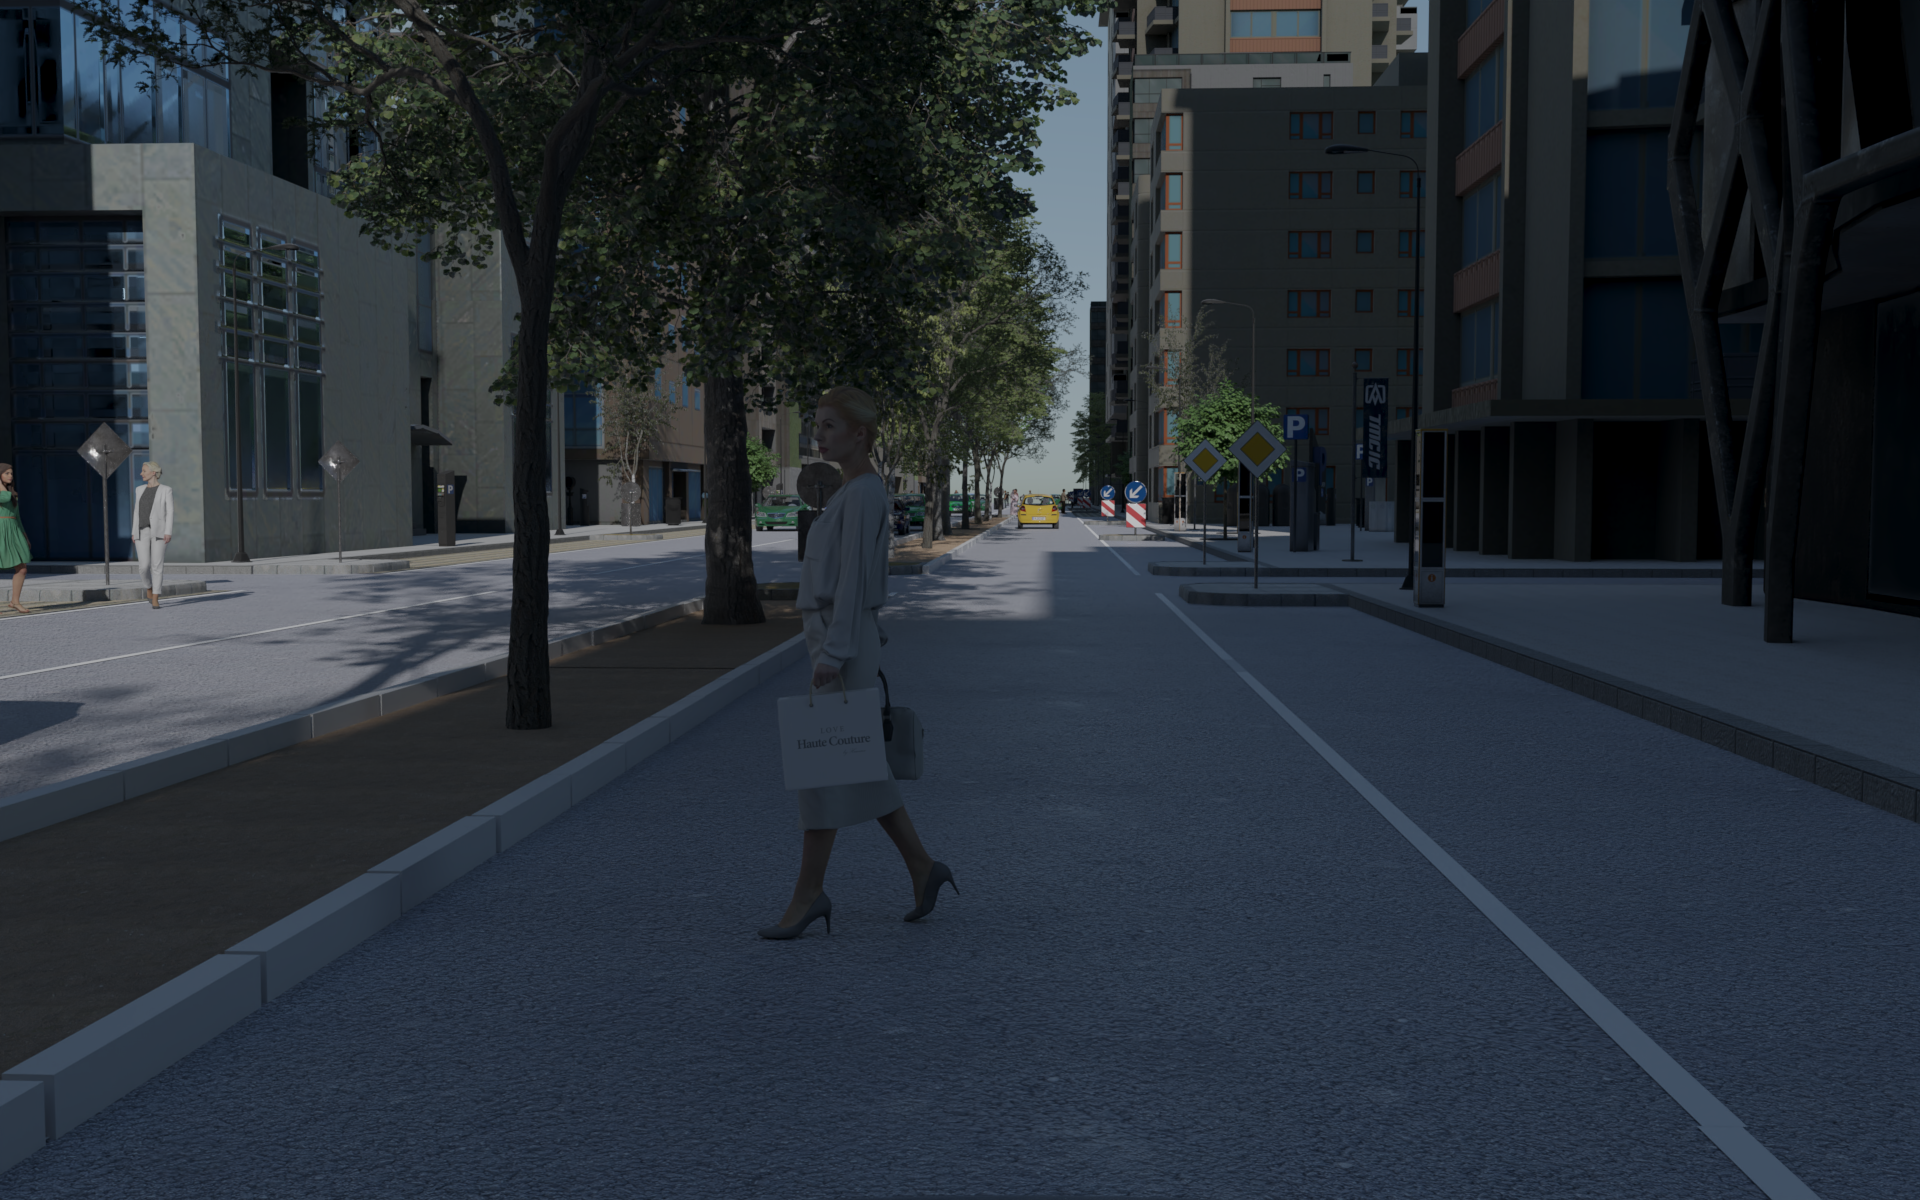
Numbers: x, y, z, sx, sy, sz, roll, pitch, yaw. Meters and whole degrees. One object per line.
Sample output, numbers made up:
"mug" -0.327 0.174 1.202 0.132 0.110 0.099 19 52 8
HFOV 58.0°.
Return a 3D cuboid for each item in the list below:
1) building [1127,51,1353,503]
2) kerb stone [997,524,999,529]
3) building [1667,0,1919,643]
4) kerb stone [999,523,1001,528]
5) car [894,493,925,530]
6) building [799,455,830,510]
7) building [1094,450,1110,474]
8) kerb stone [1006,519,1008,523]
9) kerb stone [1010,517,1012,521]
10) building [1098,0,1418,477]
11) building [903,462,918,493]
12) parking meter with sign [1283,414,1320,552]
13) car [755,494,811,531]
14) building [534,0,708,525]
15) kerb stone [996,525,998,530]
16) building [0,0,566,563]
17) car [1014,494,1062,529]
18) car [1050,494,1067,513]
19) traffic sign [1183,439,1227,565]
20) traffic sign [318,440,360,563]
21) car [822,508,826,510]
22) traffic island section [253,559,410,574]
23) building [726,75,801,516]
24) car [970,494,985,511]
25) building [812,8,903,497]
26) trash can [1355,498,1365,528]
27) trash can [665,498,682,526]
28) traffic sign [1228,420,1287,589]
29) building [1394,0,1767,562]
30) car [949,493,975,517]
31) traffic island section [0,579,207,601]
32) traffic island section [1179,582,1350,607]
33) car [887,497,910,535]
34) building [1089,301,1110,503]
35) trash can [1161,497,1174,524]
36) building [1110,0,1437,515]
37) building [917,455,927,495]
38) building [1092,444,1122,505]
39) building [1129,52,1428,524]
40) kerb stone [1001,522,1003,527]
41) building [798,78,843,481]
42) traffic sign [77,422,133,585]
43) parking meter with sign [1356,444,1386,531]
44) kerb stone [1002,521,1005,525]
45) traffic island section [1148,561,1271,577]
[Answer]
"building" 18.380 -21.138 117.309 14.160 30.474 14.107 0 4 3
"kerb stone" 1.381 -2.822 68.331 0.120 0.150 1.000 0 4 3
"building" 15.010 -8.904 13.036 16.820 18.784 16.811 0 4 3
"kerb stone" 1.491 -2.946 70.376 0.120 0.150 1.000 0 4 3
"car" -2.040 -3.640 68.315 1.959 1.807 4.718 0 4 2
"building" -19.716 -41.535 117.354 20.563 71.187 20.611 0 4 3
"building" 29.719 -56.338 233.803 22.319 86.520 31.000 0 4 3
"kerb stone" 2.027 -3.574 80.626 0.120 0.150 1.000 0 4 3
"kerb stone" 2.415 -4.011 87.781 0.120 0.150 1.000 0 4 3
"building" 27.948 -35.315 166.640 28.713 52.752 27.495 0 4 3
"building" -9.329 -34.949 255.008 14.154 41.232 14.086 0 4 3
"parking meter with sign" 7.689 -2.599 38.759 0.543 3.016 1.738 2 4 23
"car" -6.887 -3.439 68.020 2.131 1.459 4.920 0 4 2
"building" -19.241 -26.120 77.169 14.600 45.320 14.200 0 4 3
"kerb stone" 1.269 -2.696 66.281 0.120 0.150 1.000 0 4 3
"building" -24.357 -44.827 45.598 22.319 86.520 31.000 0 4 3
"car" 3.251 -3.797 72.303 2.015 1.641 3.980 0 4 1
"car" 7.112 -7.411 132.974 2.131 1.459 4.920 0 4 4
"traffic sign" 4.443 -1.700 31.438 0.795 2.450 0.064 0 4 3
"traffic sign" -11.577 -1.753 32.310 0.795 2.450 0.064 0 4 3
"car" -5.640 -4.396 81.469 1.945 1.707 3.694 0 4 2
"traffic island section" -11.601 -0.617 32.373 2.009 0.180 2.903 0 4 3
"building" -17.194 -20.081 100.025 14.160 30.474 14.107 0 4 3
"car" 1.290 -7.183 129.239 2.131 1.459 4.920 0 4 1
"building" -16.922 -32.990 163.084 21.300 48.544 21.600 0 4 3
"trash can" 15.416 -3.326 66.039 0.748 1.137 0.748 0 3 0
"trash can" -11.664 -3.596 70.455 0.748 1.137 0.748 0 3 0
"traffic sign" 4.018 -1.212 23.464 0.795 2.450 0.064 0 4 3
"building" 24.657 -23.588 40.289 28.867 44.769 22.147 0 4 3
"car" -0.018 -6.215 110.403 1.959 1.807 4.718 0 4 3
"traffic island section" -12.027 -0.130 24.399 2.009 0.180 2.903 0 4 3
"traffic island section" 4.042 -0.077 23.540 2.009 0.180 2.903 0 4 3
"car" -2.726 -3.004 61.701 1.945 1.354 3.894 0 4 2
"building" 26.257 -29.758 258.241 14.160 30.474 14.107 0 4 3
"trash can" 8.943 -3.812 73.983 0.748 1.137 0.748 0 3 0
"building" 23.347 -29.603 138.627 22.147 44.769 28.867 0 4 3
"building" -11.038 -34.376 212.150 14.600 45.320 14.200 0 4 3
"building" 26.533 -47.119 208.647 20.563 71.187 20.611 0 4 3
"building" 23.156 -14.850 87.845 27.650 21.520 28.899 0 4 3
"kerb stone" 1.646 -3.134 73.452 0.120 0.150 1.000 0 4 3
"building" -24.584 -27.460 140.850 32.217 40.220 23.993 0 4 3
"traffic sign" -12.003 -1.266 24.336 0.795 2.450 0.064 0 4 3
"parking meter with sign" 14.497 -3.918 60.323 1.738 3.016 0.543 -3 5 -39
"kerb stone" 1.763 -3.260 75.503 0.120 0.150 1.000 0 4 3
"traffic island section" 4.467 -0.565 31.514 2.009 0.180 2.903 0 4 3
